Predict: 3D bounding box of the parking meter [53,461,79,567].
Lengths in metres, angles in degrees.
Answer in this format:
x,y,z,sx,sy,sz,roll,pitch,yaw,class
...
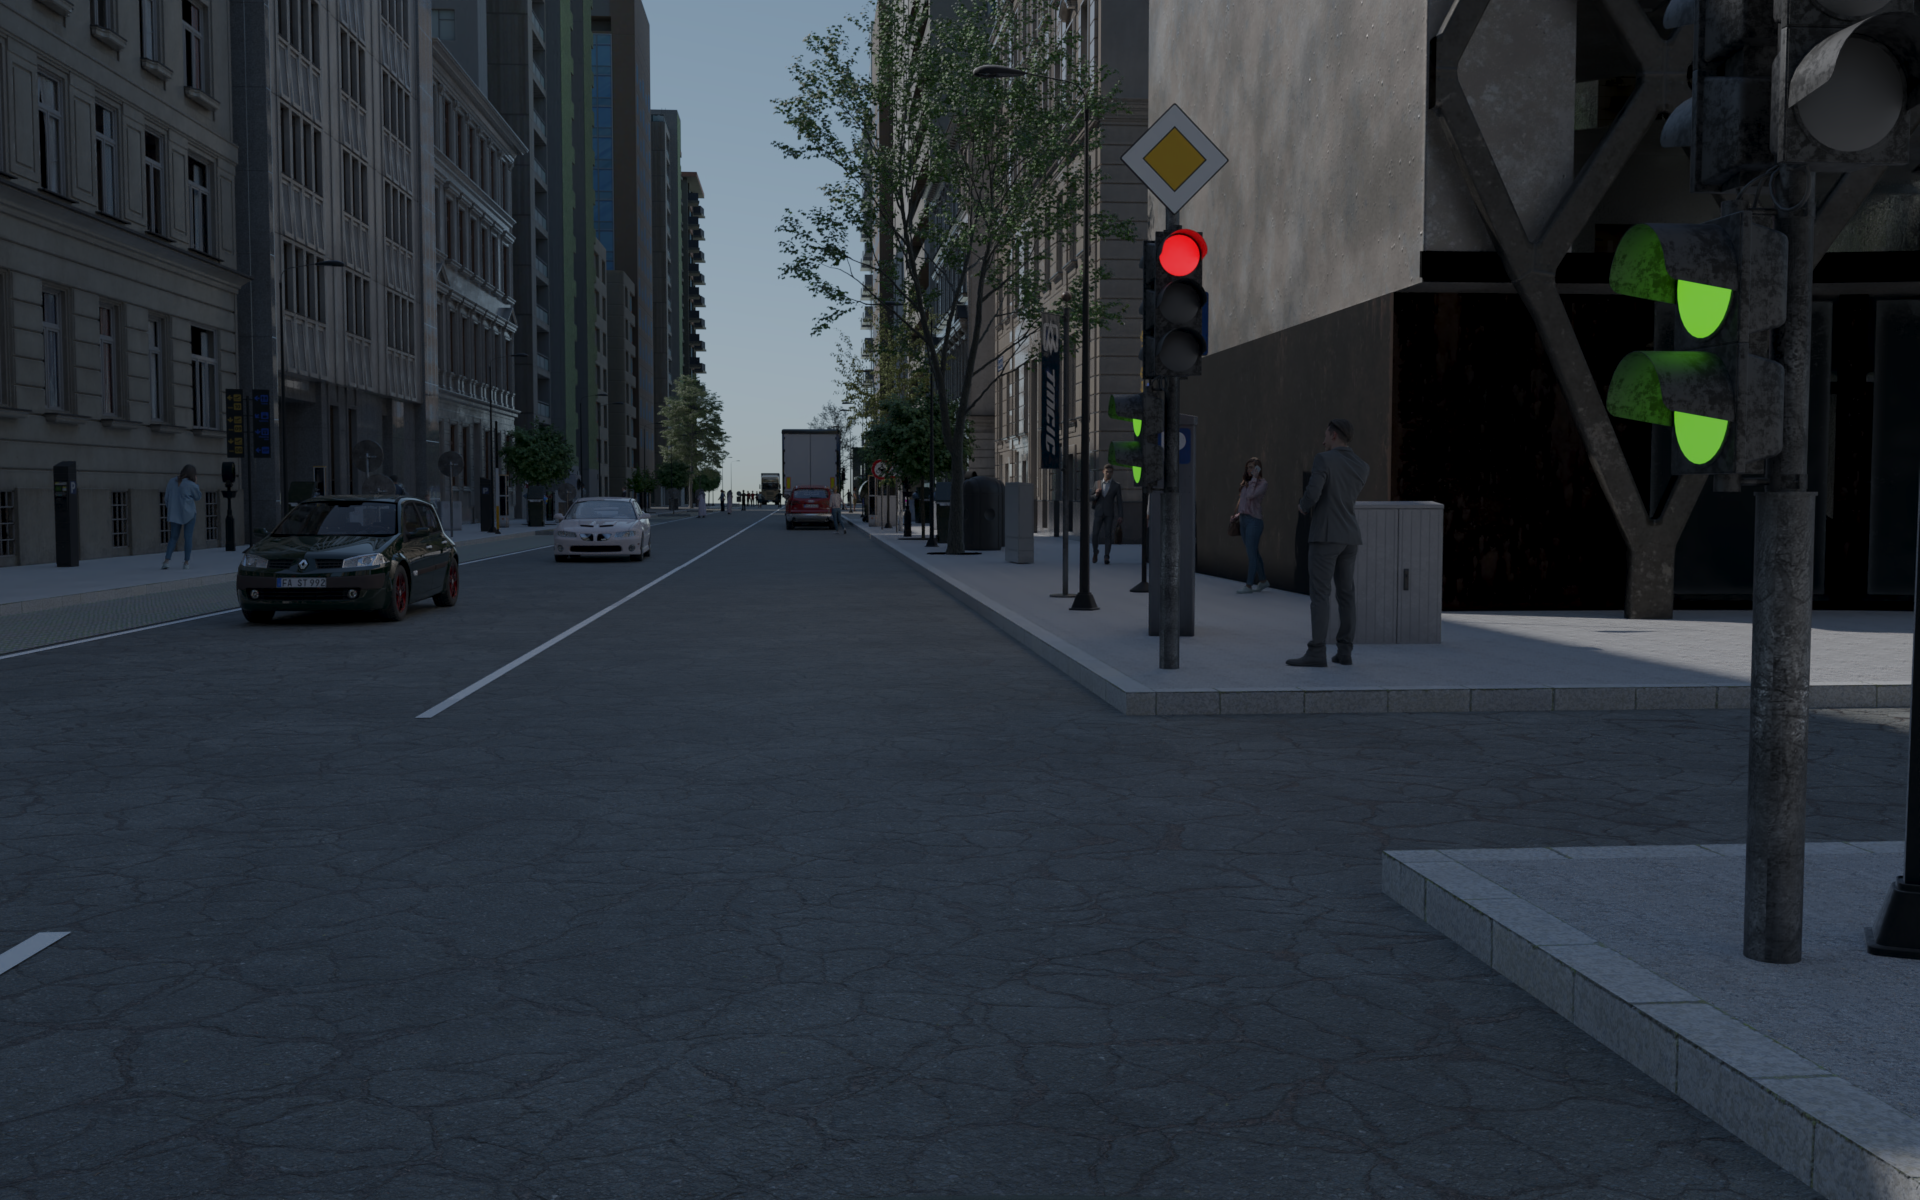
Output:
x,y,z,sx,sy,sz,roll,pitch,yaw,class
-15.714,-1.513,30.446,0.255,1.863,0.399,0,4,-4,parking meter

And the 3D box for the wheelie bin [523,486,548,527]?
x,y,z,sx,sy,sz,roll,pitch,yaw,class
-16.653,-3.677,68.020,0.980,1.594,0.693,0,4,-3,wheelie bin

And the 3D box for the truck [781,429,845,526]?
x,y,z,sx,sy,sz,roll,pitch,yaw,class
-6.759,-5.578,80.114,2.839,4.237,11.283,0,4,-3,truck

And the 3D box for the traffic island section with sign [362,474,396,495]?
x,y,z,sx,sy,sz,roll,pitch,yaw,class
-11.407,-1.539,33.790,1.989,1.847,2.006,0,4,-5,traffic island section with sign

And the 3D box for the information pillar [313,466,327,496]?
x,y,z,sx,sy,sz,roll,pitch,yaw,class
-16.893,-2.524,45.759,0.304,2.012,0.304,-1,4,-14,information pillar

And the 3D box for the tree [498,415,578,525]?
x,y,z,sx,sy,sz,roll,pitch,yaw,class
-17.563,-5.404,72.062,4.285,4.588,4.351,0,3,0,tree

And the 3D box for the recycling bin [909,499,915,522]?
x,y,z,sx,sy,sz,roll,pitch,yaw,class
-2.026,-4.196,81.151,0.722,1.027,0.722,-1,4,-9,recycling bin

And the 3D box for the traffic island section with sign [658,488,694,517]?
x,y,z,sx,sy,sz,roll,pitch,yaw,class
-18.280,-6.252,110.847,1.989,1.847,2.006,0,4,-5,traffic island section with sign

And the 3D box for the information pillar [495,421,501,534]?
x,y,z,sx,sy,sz,roll,pitch,yaw,class
-14.883,-3.935,55.692,0.183,3.616,0.504,-1,4,-14,information pillar

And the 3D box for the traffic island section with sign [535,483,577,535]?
x,y,z,sx,sy,sz,roll,pitch,yaw,class
-13.840,-3.207,61.069,1.989,1.847,2.006,0,4,-5,traffic island section with sign

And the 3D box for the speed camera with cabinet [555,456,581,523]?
x,y,z,sx,sy,sz,roll,pitch,yaw,class
-17.705,-5.133,78.257,0.660,3.252,2.038,0,4,6,speed camera with cabinet

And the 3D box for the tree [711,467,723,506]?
x,y,z,sx,sy,sz,roll,pitch,yaw,class
-27.626,-12.599,189.709,4.285,4.588,4.351,0,3,0,tree

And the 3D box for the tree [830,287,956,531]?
x,y,z,sx,sy,sz,roll,pitch,yaw,class
-2.303,-6.698,59.870,4.737,8.622,4.395,0,3,0,tree

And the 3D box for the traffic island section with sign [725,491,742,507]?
x,y,z,sx,sy,sz,roll,pitch,yaw,class
-25.634,-11.302,193.409,1.989,1.847,2.006,0,4,-5,traffic island section with sign

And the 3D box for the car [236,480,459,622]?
x,y,z,sx,sy,sz,roll,pitch,yaw,class
-7.208,-0.664,20.647,2.009,1.686,4.222,0,4,-4,car

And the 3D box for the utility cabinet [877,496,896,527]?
x,y,z,sx,sy,sz,roll,pitch,yaw,class
-2.984,-3.523,68.757,1.020,1.237,0.306,-3,5,-40,utility cabinet

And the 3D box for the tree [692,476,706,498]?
x,y,z,sx,sy,sz,roll,pitch,yaw,class
-27.786,-11.448,181.780,1.663,3.219,1.824,0,3,0,tree

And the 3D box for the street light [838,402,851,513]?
x,y,z,sx,sy,sz,roll,pitch,yaw,class
-5.255,-7.030,87.477,1.470,5.913,1.316,0,4,-5,street light

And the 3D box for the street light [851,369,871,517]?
x,y,z,sx,sy,sz,roll,pitch,yaw,class
-3.229,-5.636,64.692,1.470,5.913,1.316,0,4,-5,street light

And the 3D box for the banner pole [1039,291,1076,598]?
x,y,z,sx,sy,sz,roll,pitch,yaw,class
1.191,-1.913,21.298,0.401,3.779,0.863,2,4,32,banner pole

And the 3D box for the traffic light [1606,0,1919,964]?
x,y,z,sx,sy,sz,roll,pitch,yaw,class
2.231,-0.964,4.682,0.839,4.253,0.868,0,4,-5,traffic light

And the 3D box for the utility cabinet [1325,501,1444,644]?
x,y,z,sx,sy,sz,roll,pitch,yaw,class
3.609,-0.229,14.899,1.020,1.237,0.306,0,4,-4,utility cabinet

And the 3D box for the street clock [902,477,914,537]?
x,y,z,sx,sy,sz,roll,pitch,yaw,class
-1.572,-2.898,51.960,0.358,2.002,0.471,-2,4,-27,street clock

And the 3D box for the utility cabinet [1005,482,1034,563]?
x,y,z,sx,sy,sz,roll,pitch,yaw,class
1.114,-1.442,32.256,0.318,1.500,1.173,-1,4,-11,utility cabinet

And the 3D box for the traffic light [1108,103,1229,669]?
x,y,z,sx,sy,sz,roll,pitch,yaw,class
1.522,-1.450,12.636,0.839,4.253,0.868,0,4,-5,traffic light

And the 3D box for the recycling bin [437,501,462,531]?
x,y,z,sx,sy,sz,roll,pitch,yaw,class
-18.009,-2.967,61.067,0.722,1.027,0.722,-2,4,-29,recycling bin

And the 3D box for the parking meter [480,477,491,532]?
x,y,z,sx,sy,sz,roll,pitch,yaw,class
-16.193,-3.273,59.219,0.399,1.863,0.255,-1,4,-11,parking meter

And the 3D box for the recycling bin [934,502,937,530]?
x,y,z,sx,sy,sz,roll,pitch,yaw,class
-0.509,-3.033,62.141,0.722,1.027,0.722,3,5,42,recycling bin

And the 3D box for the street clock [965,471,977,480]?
x,y,z,sx,sy,sz,roll,pitch,yaw,class
0.354,-3.051,54.459,0.358,2.002,0.471,2,4,26,street clock

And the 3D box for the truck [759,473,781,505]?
x,y,z,sx,sy,sz,roll,pitch,yaw,class
-25.399,-14.878,232.170,2.839,4.237,11.283,0,4,-5,truck

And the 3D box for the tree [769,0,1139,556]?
x,y,z,sx,sy,sz,roll,pitch,yaw,class
-0.151,-6.755,36.196,9.928,11.665,9.643,0,3,0,tree

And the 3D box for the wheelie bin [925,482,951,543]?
x,y,z,sx,sy,sz,roll,pitch,yaw,class
-0.331,-2.277,45.130,0.980,1.594,0.693,0,4,4,wheelie bin

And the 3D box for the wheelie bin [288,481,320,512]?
x,y,z,sx,sy,sz,roll,pitch,yaw,class
-16.278,-2.143,42.943,0.980,1.594,0.693,0,4,1,wheelie bin

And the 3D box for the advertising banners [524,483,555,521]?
x,y,z,sx,sy,sz,roll,pitch,yaw,class
-20.009,-5.261,82.208,0.090,3.025,2.074,2,4,32,advertising banners

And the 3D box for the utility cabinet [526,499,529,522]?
x,y,z,sx,sy,sz,roll,pitch,yaw,class
-18.969,-4.047,77.325,1.020,1.237,0.306,3,5,44,utility cabinet

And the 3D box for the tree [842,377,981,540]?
x,y,z,sx,sy,sz,roll,pitch,yaw,class
-1.053,-3.983,48.839,4.285,4.588,4.351,0,3,0,tree

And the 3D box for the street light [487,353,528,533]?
x,y,z,sx,sy,sz,roll,pitch,yaw,class
-14.956,-5.184,57.305,1.470,5.913,1.316,0,4,-5,street light

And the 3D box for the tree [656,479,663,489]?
x,y,z,sx,sy,sz,roll,pitch,yaw,class
-21.143,-7.480,116.905,1.663,3.219,1.824,0,3,0,tree

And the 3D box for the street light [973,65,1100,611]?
x,y,z,sx,sy,sz,roll,pitch,yaw,class
0.839,-2.840,18.974,1.470,5.913,1.316,0,4,-5,street light

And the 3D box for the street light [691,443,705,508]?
x,y,z,sx,sy,sz,roll,pitch,yaw,class
-23.849,-11.310,157.461,1.470,5.913,1.316,0,4,-5,street light

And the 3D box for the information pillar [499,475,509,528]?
x,y,z,sx,sy,sz,roll,pitch,yaw,class
-17.401,-3.766,66.070,0.304,2.012,0.304,0,4,3,information pillar

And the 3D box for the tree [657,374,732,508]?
x,y,z,sx,sy,sz,roll,pitch,yaw,class
-25.136,-15.016,163.634,7.486,12.596,7.792,0,3,0,tree

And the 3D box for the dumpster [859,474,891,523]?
x,y,z,sx,sy,sz,roll,pitch,yaw,class
-3.829,-4.666,78.784,1.502,2.255,1.985,0,4,-5,dumpster

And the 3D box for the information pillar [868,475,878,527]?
x,y,z,sx,sy,sz,roll,pitch,yaw,class
-3.420,-3.889,68.071,0.304,2.012,0.304,1,4,11,information pillar

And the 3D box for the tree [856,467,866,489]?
x,y,z,sx,sy,sz,roll,pitch,yaw,class
-5.478,-6.655,103.408,1.663,3.219,1.824,0,3,0,tree

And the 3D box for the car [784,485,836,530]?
x,y,z,sx,sy,sz,roll,pitch,yaw,class
-6.081,-3.807,70.918,2.281,1.827,5.304,0,4,-5,car

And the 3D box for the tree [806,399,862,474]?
x,y,z,sx,sy,sz,roll,pitch,yaw,class
-12.514,-14.495,171.399,7.601,10.594,8.767,-3,5,-41,tree

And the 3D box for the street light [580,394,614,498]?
x,y,z,sx,sy,sz,roll,pitch,yaw,class
-16.964,-6.578,80.092,1.470,5.913,1.316,0,4,-5,street light

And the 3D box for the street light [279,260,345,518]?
x,y,z,sx,sy,sz,roll,pitch,yaw,class
-12.927,-3.791,34.520,1.470,5.913,1.316,0,4,-5,street light

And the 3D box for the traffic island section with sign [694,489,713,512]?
x,y,z,sx,sy,sz,roll,pitch,yaw,class
-20.670,-7.894,137.697,1.989,1.847,2.006,0,4,-5,traffic island section with sign

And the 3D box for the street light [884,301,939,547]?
x,y,z,sx,sy,sz,roll,pitch,yaw,class
-1.225,-4.242,41.904,1.470,5.913,1.316,0,4,-5,street light

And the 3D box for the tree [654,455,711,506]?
x,y,z,sx,sy,sz,roll,pitch,yaw,class
-23.978,-9.875,145.173,4.285,4.588,4.351,0,3,0,tree

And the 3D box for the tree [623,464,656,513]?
x,y,z,sx,sy,sz,roll,pitch,yaw,class
-20.538,-7.048,109.835,1.663,3.219,1.824,0,3,0,tree

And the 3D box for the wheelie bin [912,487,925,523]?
x,y,z,sx,sy,sz,roll,pitch,yaw,class
-1.667,-4.173,76.141,0.980,1.594,0.693,-2,4,-26,wheelie bin

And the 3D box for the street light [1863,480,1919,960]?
x,y,z,sx,sy,sz,roll,pitch,yaw,class
2.174,-1.965,4.664,1.470,5.913,1.316,0,4,-5,street light

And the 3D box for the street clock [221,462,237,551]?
x,y,z,sx,sy,sz,roll,pitch,yaw,class
-16.366,-2.094,38.801,0.358,2.002,0.471,-1,4,-14,street clock

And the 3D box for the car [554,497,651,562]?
x,y,z,sx,sy,sz,roll,pitch,yaw,class
-7.860,-1.587,38.303,2.083,1.381,4.827,0,4,-7,car
